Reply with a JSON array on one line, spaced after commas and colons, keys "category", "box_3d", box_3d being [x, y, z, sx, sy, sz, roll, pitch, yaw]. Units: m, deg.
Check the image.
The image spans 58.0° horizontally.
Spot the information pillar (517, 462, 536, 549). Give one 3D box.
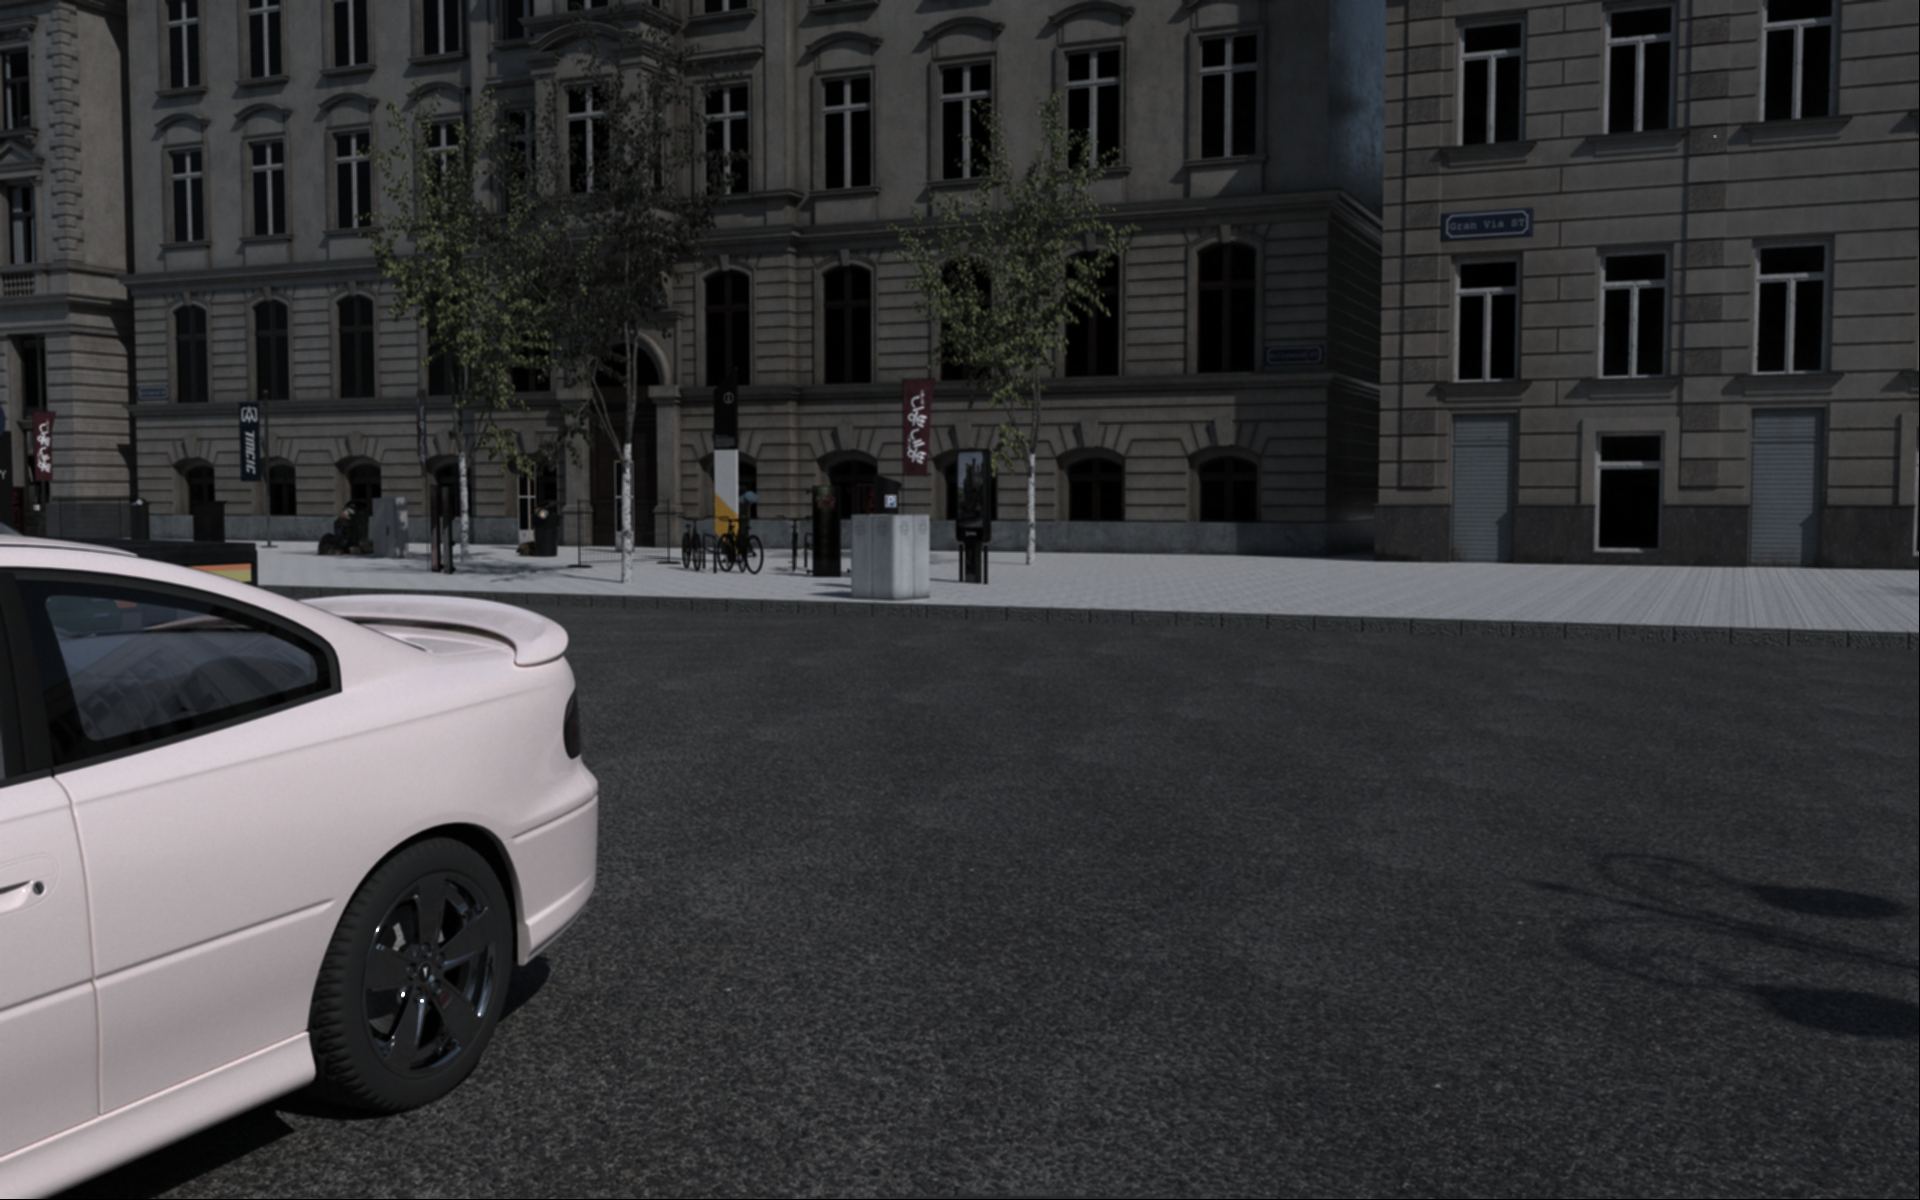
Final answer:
[{"category": "information pillar", "box_3d": [-10.029, -2.179, 40.111, 0.304, 2.012, 0.304, 1, 4, 16]}]

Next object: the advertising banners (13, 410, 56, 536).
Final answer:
[{"category": "advertising banners", "box_3d": [-19.614, -2.424, 35.827, 0.090, 3.025, 2.074, 2, 4, 28]}]

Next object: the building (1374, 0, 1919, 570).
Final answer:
[{"category": "building", "box_3d": [21.236, -14.375, 32.288, 25.104, 27.353, 12.463, 2, 4, 24]}]

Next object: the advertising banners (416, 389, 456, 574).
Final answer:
[{"category": "advertising banners", "box_3d": [-8.644, -1.976, 28.502, 0.090, 3.025, 2.074, -2, 4, -31]}]

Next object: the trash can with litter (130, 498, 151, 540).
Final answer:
[{"category": "trash can with litter", "box_3d": [-14.691, -1.236, 31.269, 2.233, 1.210, 1.678, 2, 4, 35]}]

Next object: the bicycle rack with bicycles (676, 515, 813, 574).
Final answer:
[{"category": "bicycle rack with bicycles", "box_3d": [-3.413, -0.947, 28.867, 2.852, 0.926, 2.925, -1, 4, -13]}]

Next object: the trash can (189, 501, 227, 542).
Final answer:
[{"category": "trash can", "box_3d": [-15.758, -1.510, 36.337, 0.748, 1.137, 0.748, 0, 3, 0]}]

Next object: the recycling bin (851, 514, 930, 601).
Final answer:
[{"category": "recycling bin", "box_3d": [-0.854, -0.535, 21.296, 0.722, 1.027, 0.722, 3, 4, 36]}]

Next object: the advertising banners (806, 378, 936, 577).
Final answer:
[{"category": "advertising banners", "box_3d": [-1.363, -1.852, 26.469, 2.074, 3.025, 0.090, 1, 4, 16]}]

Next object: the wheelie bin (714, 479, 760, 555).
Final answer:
[{"category": "wheelie bin", "box_3d": [-4.757, -1.772, 36.886, 0.980, 1.594, 0.693, 0, 4, -4]}]

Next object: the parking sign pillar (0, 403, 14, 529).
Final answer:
[{"category": "parking sign pillar", "box_3d": [-19.353, -2.786, 34.029, 1.447, 3.967, 1.447, 2, 4, 24]}]

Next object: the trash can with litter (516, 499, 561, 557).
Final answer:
[{"category": "trash can with litter", "box_3d": [-8.726, -1.483, 35.642, 1.055, 1.170, 0.624, 2, 4, 34]}]

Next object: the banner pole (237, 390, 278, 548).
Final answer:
[{"category": "banner pole", "box_3d": [-16.882, -3.156, 41.623, 0.863, 3.779, 0.401, 0, 4, -5]}]

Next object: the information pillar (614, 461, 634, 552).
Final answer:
[{"category": "information pillar", "box_3d": [-7.407, -2.063, 38.228, 0.304, 2.012, 0.304, 2, 4, 24]}]

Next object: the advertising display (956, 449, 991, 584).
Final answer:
[{"category": "advertising display", "box_3d": [0.191, -1.211, 25.015, 0.123, 1.923, 0.974, -2, 4, -24]}]

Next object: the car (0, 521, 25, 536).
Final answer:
[{"category": "car", "box_3d": [-8.124, -0.016, 12.060, 4.920, 1.459, 2.131, 2, 4, 23]}]

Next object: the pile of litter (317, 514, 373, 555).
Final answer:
[{"category": "pile of litter", "box_3d": [-12.983, -1.412, 37.056, 1.719, 0.858, 1.176, -3, 5, -41]}]

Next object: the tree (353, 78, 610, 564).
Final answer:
[{"category": "tree", "box_3d": [-8.843, -4.958, 31.424, 4.737, 8.622, 4.395, 0, 3, 0]}]

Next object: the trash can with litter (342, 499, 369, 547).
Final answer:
[{"category": "trash can with litter", "box_3d": [-13.746, -1.700, 39.185, 0.624, 1.170, 1.055, -2, 4, -32]}]

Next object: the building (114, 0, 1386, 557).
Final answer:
[{"category": "building", "box_3d": [-5.847, -13.897, 46.295, 34.723, 24.649, 14.460, 2, 4, 24]}]

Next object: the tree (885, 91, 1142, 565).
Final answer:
[{"category": "tree", "box_3d": [1.050, -4.947, 31.251, 4.737, 8.622, 4.395, 0, 3, 0]}]

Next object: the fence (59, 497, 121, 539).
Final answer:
[{"category": "fence", "box_3d": [-22.959, -2.111, 45.712, 2.264, 1.192, 0.480, 1, 4, 21]}]

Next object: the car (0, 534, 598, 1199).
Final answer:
[{"category": "car", "box_3d": [-2.590, 0.562, 3.169, 2.083, 1.381, 4.827, 1, 4, 23]}]

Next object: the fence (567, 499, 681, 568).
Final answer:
[{"category": "fence", "box_3d": [-6.009, -1.215, 31.065, 0.480, 1.192, 2.264, 3, 4, 38]}]

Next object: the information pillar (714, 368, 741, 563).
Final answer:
[{"category": "information pillar", "box_3d": [-4.350, -2.506, 32.324, 0.504, 3.616, 0.183, 1, 4, 23]}]

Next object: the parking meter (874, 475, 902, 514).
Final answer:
[{"category": "parking meter", "box_3d": [-0.965, -0.903, 23.169, 0.372, 1.533, 0.369, 0, 3, 0]}]

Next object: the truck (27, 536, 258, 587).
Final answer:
[{"category": "truck", "box_3d": [-16.108, -1.851, 20.023, 18.799, 4.110, 2.967, 2, 4, 24]}]

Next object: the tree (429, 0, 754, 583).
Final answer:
[{"category": "tree", "box_3d": [-5.045, -4.558, 24.882, 4.360, 8.622, 3.978, 0, 3, 0]}]

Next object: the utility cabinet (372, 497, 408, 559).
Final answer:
[{"category": "utility cabinet", "box_3d": [-11.437, -1.442, 34.743, 0.306, 1.237, 1.020, -3, 5, -43]}]

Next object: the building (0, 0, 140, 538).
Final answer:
[{"category": "building", "box_3d": [-31.368, -13.903, 56.198, 19.941, 23.489, 11.050, 2, 4, 24]}]
